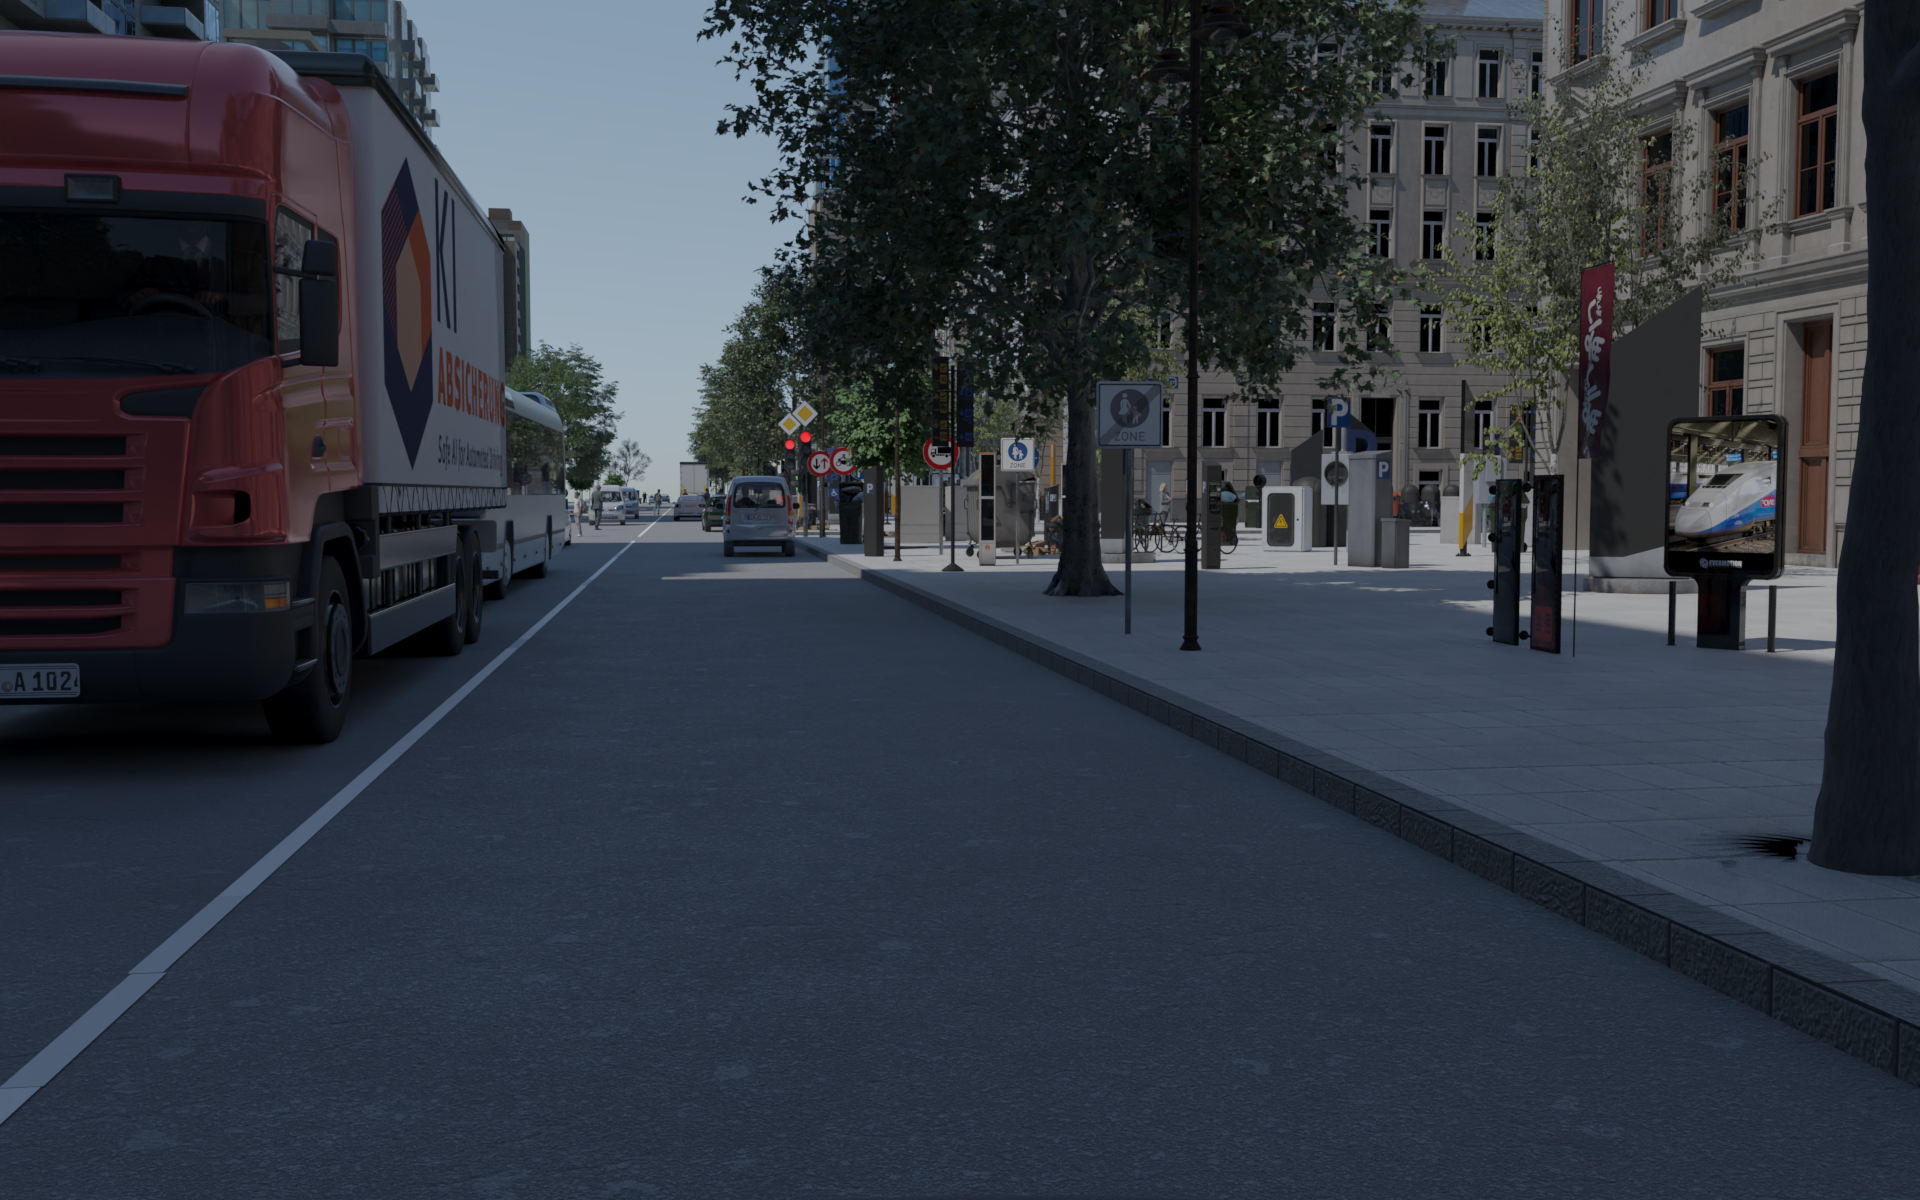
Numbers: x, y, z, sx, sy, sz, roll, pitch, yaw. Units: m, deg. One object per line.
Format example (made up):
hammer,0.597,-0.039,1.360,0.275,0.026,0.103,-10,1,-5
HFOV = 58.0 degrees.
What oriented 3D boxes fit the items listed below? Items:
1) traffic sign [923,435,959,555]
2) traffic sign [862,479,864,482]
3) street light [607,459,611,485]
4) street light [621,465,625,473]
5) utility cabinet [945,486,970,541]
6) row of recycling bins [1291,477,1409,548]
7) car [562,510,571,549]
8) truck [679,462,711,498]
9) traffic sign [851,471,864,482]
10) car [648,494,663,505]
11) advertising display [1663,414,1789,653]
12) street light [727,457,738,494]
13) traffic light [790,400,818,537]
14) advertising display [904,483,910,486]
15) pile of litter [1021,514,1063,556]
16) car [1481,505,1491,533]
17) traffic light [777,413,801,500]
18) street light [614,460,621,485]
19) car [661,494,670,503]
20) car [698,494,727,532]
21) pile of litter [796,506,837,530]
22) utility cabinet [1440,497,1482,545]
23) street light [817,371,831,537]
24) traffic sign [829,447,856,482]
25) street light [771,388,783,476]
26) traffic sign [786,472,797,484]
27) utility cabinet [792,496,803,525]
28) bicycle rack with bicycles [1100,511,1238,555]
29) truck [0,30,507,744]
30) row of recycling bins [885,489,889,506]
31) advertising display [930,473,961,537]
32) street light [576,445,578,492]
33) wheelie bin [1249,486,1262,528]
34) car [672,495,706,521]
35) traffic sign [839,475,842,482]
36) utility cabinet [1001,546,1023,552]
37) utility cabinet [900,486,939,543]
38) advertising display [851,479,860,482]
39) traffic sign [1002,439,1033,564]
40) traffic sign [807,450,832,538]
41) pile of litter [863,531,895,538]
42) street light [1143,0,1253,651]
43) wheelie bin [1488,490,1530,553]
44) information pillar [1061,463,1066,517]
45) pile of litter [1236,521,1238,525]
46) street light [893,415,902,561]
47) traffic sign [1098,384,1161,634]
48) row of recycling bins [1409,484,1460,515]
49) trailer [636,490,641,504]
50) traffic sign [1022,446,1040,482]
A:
traffic sign,-0.397,-2.222,36.442,0.768,2.556,0.104,0,4,-4
traffic sign,-3.565,-3.978,67.162,0.606,2.300,0.079,0,4,-1
street light,-43.733,-14.877,216.024,0.468,5.910,1.993,-1,4,-9
street light,-49.762,-17.207,254.121,0.468,5.910,1.993,-1,4,-9
utility cabinet,0.147,-2.360,47.263,1.173,1.500,0.318,-3,4,-37
row of recycling bins,9.463,-2.170,42.597,3.534,1.692,1.069,-3,5,-40
car,-11.553,-2.108,46.824,2.083,1.381,4.827,-1,4,-9
truck,-23.744,-10.174,155.265,2.839,4.237,11.283,0,4,-8
traffic sign,-3.463,-3.688,60.409,0.768,2.556,0.104,0,4,-2
car,-40.966,-13.507,232.848,2.014,1.417,4.499,-1,4,-9
advertising display,6.305,-0.556,14.301,0.123,1.923,0.974,-3,5,-39
street light,-19.880,-10.919,151.312,0.468,5.910,1.993,-1,4,-9
traffic light,-4.668,-3.860,52.035,0.839,4.253,0.868,-1,4,-9
advertising display,-3.415,-6.613,113.341,0.123,1.923,0.974,1,4,20
pile of litter,1.794,-1.404,36.913,1.176,0.858,1.719,2,4,31
car,19.247,-2.925,59.616,4.920,1.459,2.131,0,4,-7
traffic light,-5.912,-4.343,59.923,0.839,4.253,0.868,-1,4,-9
street light,-46.690,-16.030,234.879,0.468,5.910,1.993,-1,4,-9
car,-47.268,-16.201,276.892,2.014,1.417,4.499,-1,4,-11
car,-9.056,-3.489,66.830,2.009,1.686,4.222,-1,4,-10
pile of litter,-5.148,-2.920,61.701,1.719,0.858,1.176,-1,4,-17
utility cabinet,12.860,-2.037,44.460,0.306,1.237,1.020,-3,5,-44
street light,-4.093,-4.830,51.757,0.468,5.910,1.993,-1,4,-9
traffic sign,-3.149,-2.864,46.931,0.768,2.556,0.104,0,4,-1
street light,-8.008,-6.298,75.754,0.468,5.910,1.993,-1,4,-9
traffic sign,-9.458,-5.928,97.021,0.768,2.556,0.104,-1,4,-9
utility cabinet,-7.012,-3.724,72.056,1.020,1.237,0.306,-2,4,-35
bicycle rack with bicycles,4.172,-1.456,37.188,2.852,0.926,2.925,-2,4,-30
truck,-5.277,-1.482,13.144,2.839,4.237,11.283,-1,4,-9
row of recycling bins,-3.994,-6.873,119.491,3.534,1.692,1.069,1,4,13
advertising display,-0.451,-2.879,52.278,0.974,1.923,0.123,-2,4,-24
street light,-33.739,-10.997,152.595,0.468,5.910,1.993,-1,4,-9
wheelie bin,11.141,-3.542,65.827,0.980,1.594,0.693,1,4,14
car,-14.576,-4.992,93.980,2.083,1.381,4.827,0,4,-8
traffic sign,-7.390,-6.274,102.687,0.768,2.556,0.104,0,4,-1
utility cabinet,1.146,-1.822,38.463,0.318,1.500,1.173,1,4,12
utility cabinet,-1.056,-2.227,45.092,1.173,1.500,0.318,-1,4,-13
advertising display,-4.300,-4.342,76.211,0.974,1.923,0.123,1,4,18
traffic sign,1.056,-1.812,31.752,0.606,2.300,0.079,0,4,0
traffic sign,-4.079,-3.093,50.683,0.768,2.556,0.104,-1,4,-8
pile of litter,-2.560,-2.316,51.832,1.176,0.858,1.719,-1,4,-15
street light,1.897,-2.525,14.072,0.468,5.910,1.993,-1,4,-9
wheelie bin,11.953,-1.832,37.853,0.980,1.594,0.693,-2,4,-32
information pillar,2.611,-2.244,41.188,0.304,2.012,0.304,-3,5,-42
pile of litter,10.936,-3.527,71.625,1.176,0.858,1.719,1,4,10
street light,-1.193,-3.677,32.900,0.468,5.910,1.993,-1,4,-9
traffic sign,1.539,-0.837,15.813,0.606,2.300,0.079,0,4,-4
row of recycling bins,20.411,-4.048,73.297,3.534,1.692,1.069,2,4,26
trailer,-45.899,-14.581,245.447,1.471,1.999,3.904,-1,4,-11
traffic sign,1.536,-2.555,41.876,0.768,2.556,0.104,0,4,0
